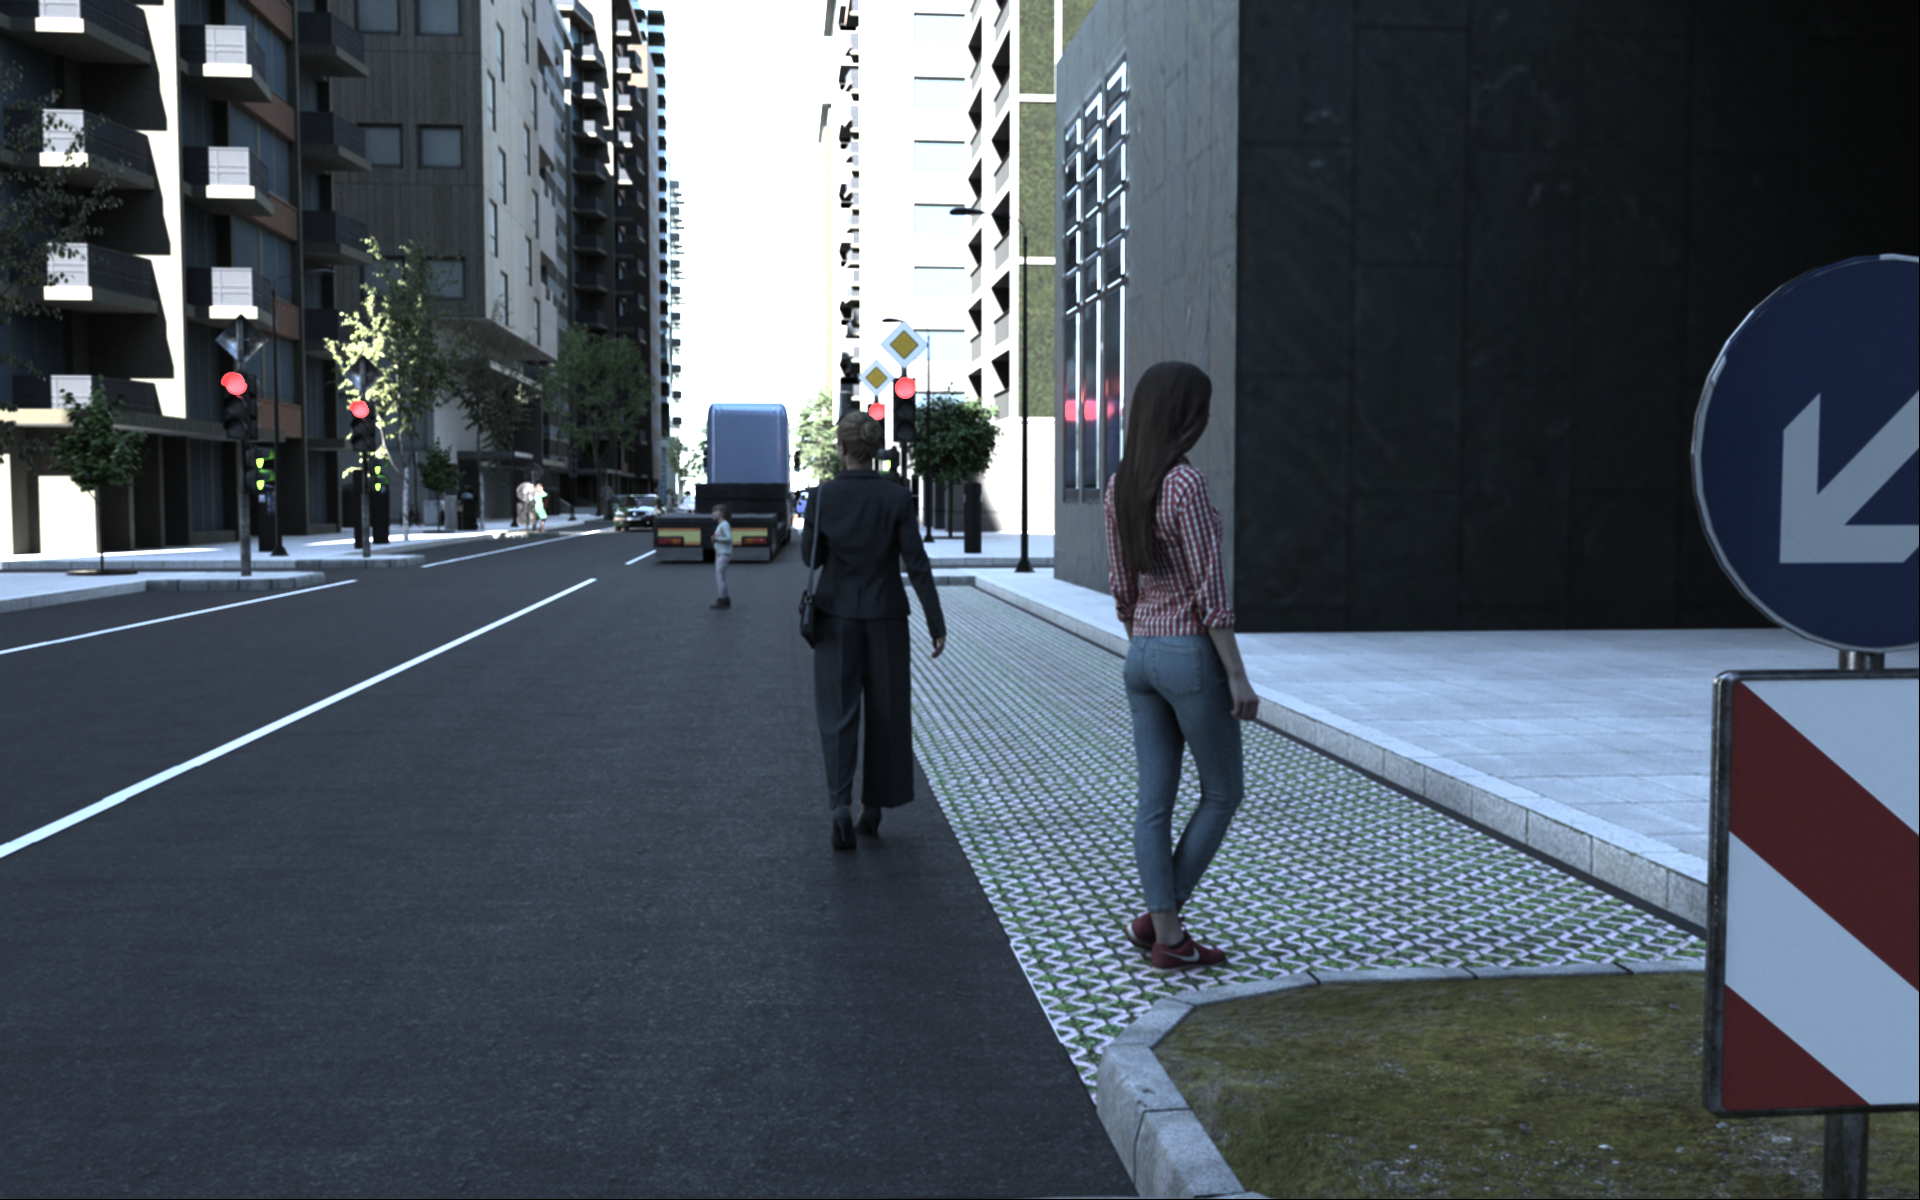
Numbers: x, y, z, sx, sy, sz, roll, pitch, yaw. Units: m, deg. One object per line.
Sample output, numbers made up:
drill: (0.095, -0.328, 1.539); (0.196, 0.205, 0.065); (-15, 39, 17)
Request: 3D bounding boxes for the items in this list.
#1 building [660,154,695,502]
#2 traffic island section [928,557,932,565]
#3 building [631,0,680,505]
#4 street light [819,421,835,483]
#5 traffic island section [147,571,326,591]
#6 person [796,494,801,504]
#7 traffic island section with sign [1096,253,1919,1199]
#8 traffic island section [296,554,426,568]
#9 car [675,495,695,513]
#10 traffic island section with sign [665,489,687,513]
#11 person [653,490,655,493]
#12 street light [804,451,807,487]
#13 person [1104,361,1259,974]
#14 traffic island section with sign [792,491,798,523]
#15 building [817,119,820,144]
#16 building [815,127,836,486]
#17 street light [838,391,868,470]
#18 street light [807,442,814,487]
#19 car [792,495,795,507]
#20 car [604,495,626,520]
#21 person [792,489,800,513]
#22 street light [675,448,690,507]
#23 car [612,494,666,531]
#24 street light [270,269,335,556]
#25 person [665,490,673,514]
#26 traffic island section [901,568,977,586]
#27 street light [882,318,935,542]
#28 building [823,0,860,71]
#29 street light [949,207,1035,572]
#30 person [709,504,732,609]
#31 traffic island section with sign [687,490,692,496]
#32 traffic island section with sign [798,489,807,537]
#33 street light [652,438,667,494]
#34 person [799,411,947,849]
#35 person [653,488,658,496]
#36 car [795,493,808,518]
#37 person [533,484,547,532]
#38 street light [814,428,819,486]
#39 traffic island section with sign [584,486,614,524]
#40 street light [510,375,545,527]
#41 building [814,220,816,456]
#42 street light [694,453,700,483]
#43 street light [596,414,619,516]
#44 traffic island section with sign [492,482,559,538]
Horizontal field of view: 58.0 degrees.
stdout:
building: (-49.091, -37.831, 238.139); (23.786, 49.044, 30.456); (0, 4, -6)
traffic island section: (-1.715, -0.851, 36.193); (2.009, 0.180, 2.903); (0, 4, -6)
building: (-44.746, -54.664, 206.431); (22.319, 86.520, 31.000); (0, 4, -6)
street light: (-8.031, -8.414, 110.109); (1.470, 5.913, 1.316); (0, 4, -6)
traffic island section: (-11.220, -0.300, 27.179); (2.009, 0.180, 2.903); (0, 4, -6)
person: (-11.349, -6.814, 123.162); (0.557, 1.426, 1.065); (1, 4, 18)
traffic island section with sign: (1.349, 0.305, 3.645); (1.989, 1.847, 2.006); (0, 4, -6)
traffic island section: (-12.051, -0.785, 35.121); (2.009, 0.180, 2.903); (0, 4, -6)
car: (-14.183, -4.929, 92.945); (2.083, 1.381, 4.827); (0, 4, -5)
traffic island section with sign: (-22.465, -7.707, 134.640); (1.989, 1.847, 2.006); (0, 4, -6)
person: (-22.060, -7.130, 125.795); (0.721, 1.735, 1.217); (0, 4, 3)
street light: (-16.005, -13.089, 186.542); (1.470, 5.913, 1.316); (0, 4, -6)
person: (0.669, 0.204, 5.168); (0.388, 1.821, 0.555); (-3, 5, -41)
traffic island section with sign: (-7.205, -4.701, 85.484); (1.989, 1.847, 2.006); (0, 4, -6)
building: (-4.087, -39.122, 228.877); (28.713, 52.752, 27.495); (0, 4, -6)
building: (-9.459, -34.085, 207.404); (14.600, 45.320, 14.200); (0, 4, -6)
street light: (-4.714, -6.472, 78.351); (1.470, 5.913, 1.316); (0, 4, -6)
street light: (-12.664, -11.122, 154.383); (1.470, 5.913, 1.316); (0, 4, -6)
car: (-16.156, -9.856, 173.142); (2.014, 1.417, 4.499); (0, 4, -7)
car: (-17.608, -4.806, 90.579); (2.014, 1.417, 4.499); (0, 4, -7)
person: (-12.369, -7.558, 132.030); (1.348, 1.831, 0.705); (1, 4, 14)
street light: (-28.181, -12.387, 175.073); (1.470, 5.913, 1.316); (0, 4, -6)
car: (-12.574, -3.565, 68.077); (2.009, 1.686, 4.222); (0, 4, -4)
street light: (-13.613, -3.874, 35.883); (1.470, 5.913, 1.316); (0, 4, -6)
person: (-17.868, -5.935, 106.548); (0.522, 1.701, 0.512); (0, 4, 7)
traffic island section: (-0.884, -0.365, 28.251); (2.009, 0.180, 2.903); (0, 4, -6)
street light: (-1.370, -4.485, 45.876); (1.470, 5.913, 1.316); (0, 4, -6)
building: (1.136, -35.699, 172.921); (28.713, 52.752, 27.495); (0, 4, -6)
street light: (0.523, -3.409, 28.271); (1.470, 5.913, 1.316); (0, 4, -6)
person: (-3.008, -0.549, 21.761); (0.394, 1.301, 0.425); (-3, 5, -41)
traffic island section with sign: (-25.279, -9.347, 161.449); (1.989, 1.847, 2.006); (0, 4, -6)
traffic island section with sign: (-4.370, -3.041, 58.349); (1.989, 1.847, 2.006); (0, 4, -6)
street light: (-24.895, -10.445, 143.311); (1.470, 5.913, 1.316); (0, 4, -6)
person: (-0.377, 0.110, 7.125); (0.576, 1.772, 0.534); (-1, 4, -21)
person: (-18.419, -5.764, 102.960); (1.509, 1.804, 0.699); (-3, 5, -40)
car: (-9.197, -5.930, 106.548); (1.945, 1.707, 3.694); (0, 4, -5)
person: (-15.049, -3.251, 61.900); (0.529, 1.795, 0.600); (-1, 4, -21)
street light: (-9.421, -9.179, 122.617); (1.470, 5.913, 1.316); (0, 4, -6)
traffic island section with sign: (-17.212, -4.634, 84.400); (1.989, 1.847, 2.006); (0, 4, -6)
street light: (-16.889, -5.817, 67.646); (1.470, 5.913, 1.316); (0, 4, -6)
building: (-13.443, -36.632, 249.051); (14.600, 45.320, 14.200); (0, 4, -6)
street light: (-30.098, -13.518, 193.566); (1.470, 5.913, 1.316); (0, 4, -6)
street light: (-20.347, -7.788, 99.883); (1.470, 5.913, 1.316); (0, 4, -6)
traffic island section with sign: (-14.410, -2.995, 57.591); (1.989, 1.847, 2.006); (0, 4, -6)
